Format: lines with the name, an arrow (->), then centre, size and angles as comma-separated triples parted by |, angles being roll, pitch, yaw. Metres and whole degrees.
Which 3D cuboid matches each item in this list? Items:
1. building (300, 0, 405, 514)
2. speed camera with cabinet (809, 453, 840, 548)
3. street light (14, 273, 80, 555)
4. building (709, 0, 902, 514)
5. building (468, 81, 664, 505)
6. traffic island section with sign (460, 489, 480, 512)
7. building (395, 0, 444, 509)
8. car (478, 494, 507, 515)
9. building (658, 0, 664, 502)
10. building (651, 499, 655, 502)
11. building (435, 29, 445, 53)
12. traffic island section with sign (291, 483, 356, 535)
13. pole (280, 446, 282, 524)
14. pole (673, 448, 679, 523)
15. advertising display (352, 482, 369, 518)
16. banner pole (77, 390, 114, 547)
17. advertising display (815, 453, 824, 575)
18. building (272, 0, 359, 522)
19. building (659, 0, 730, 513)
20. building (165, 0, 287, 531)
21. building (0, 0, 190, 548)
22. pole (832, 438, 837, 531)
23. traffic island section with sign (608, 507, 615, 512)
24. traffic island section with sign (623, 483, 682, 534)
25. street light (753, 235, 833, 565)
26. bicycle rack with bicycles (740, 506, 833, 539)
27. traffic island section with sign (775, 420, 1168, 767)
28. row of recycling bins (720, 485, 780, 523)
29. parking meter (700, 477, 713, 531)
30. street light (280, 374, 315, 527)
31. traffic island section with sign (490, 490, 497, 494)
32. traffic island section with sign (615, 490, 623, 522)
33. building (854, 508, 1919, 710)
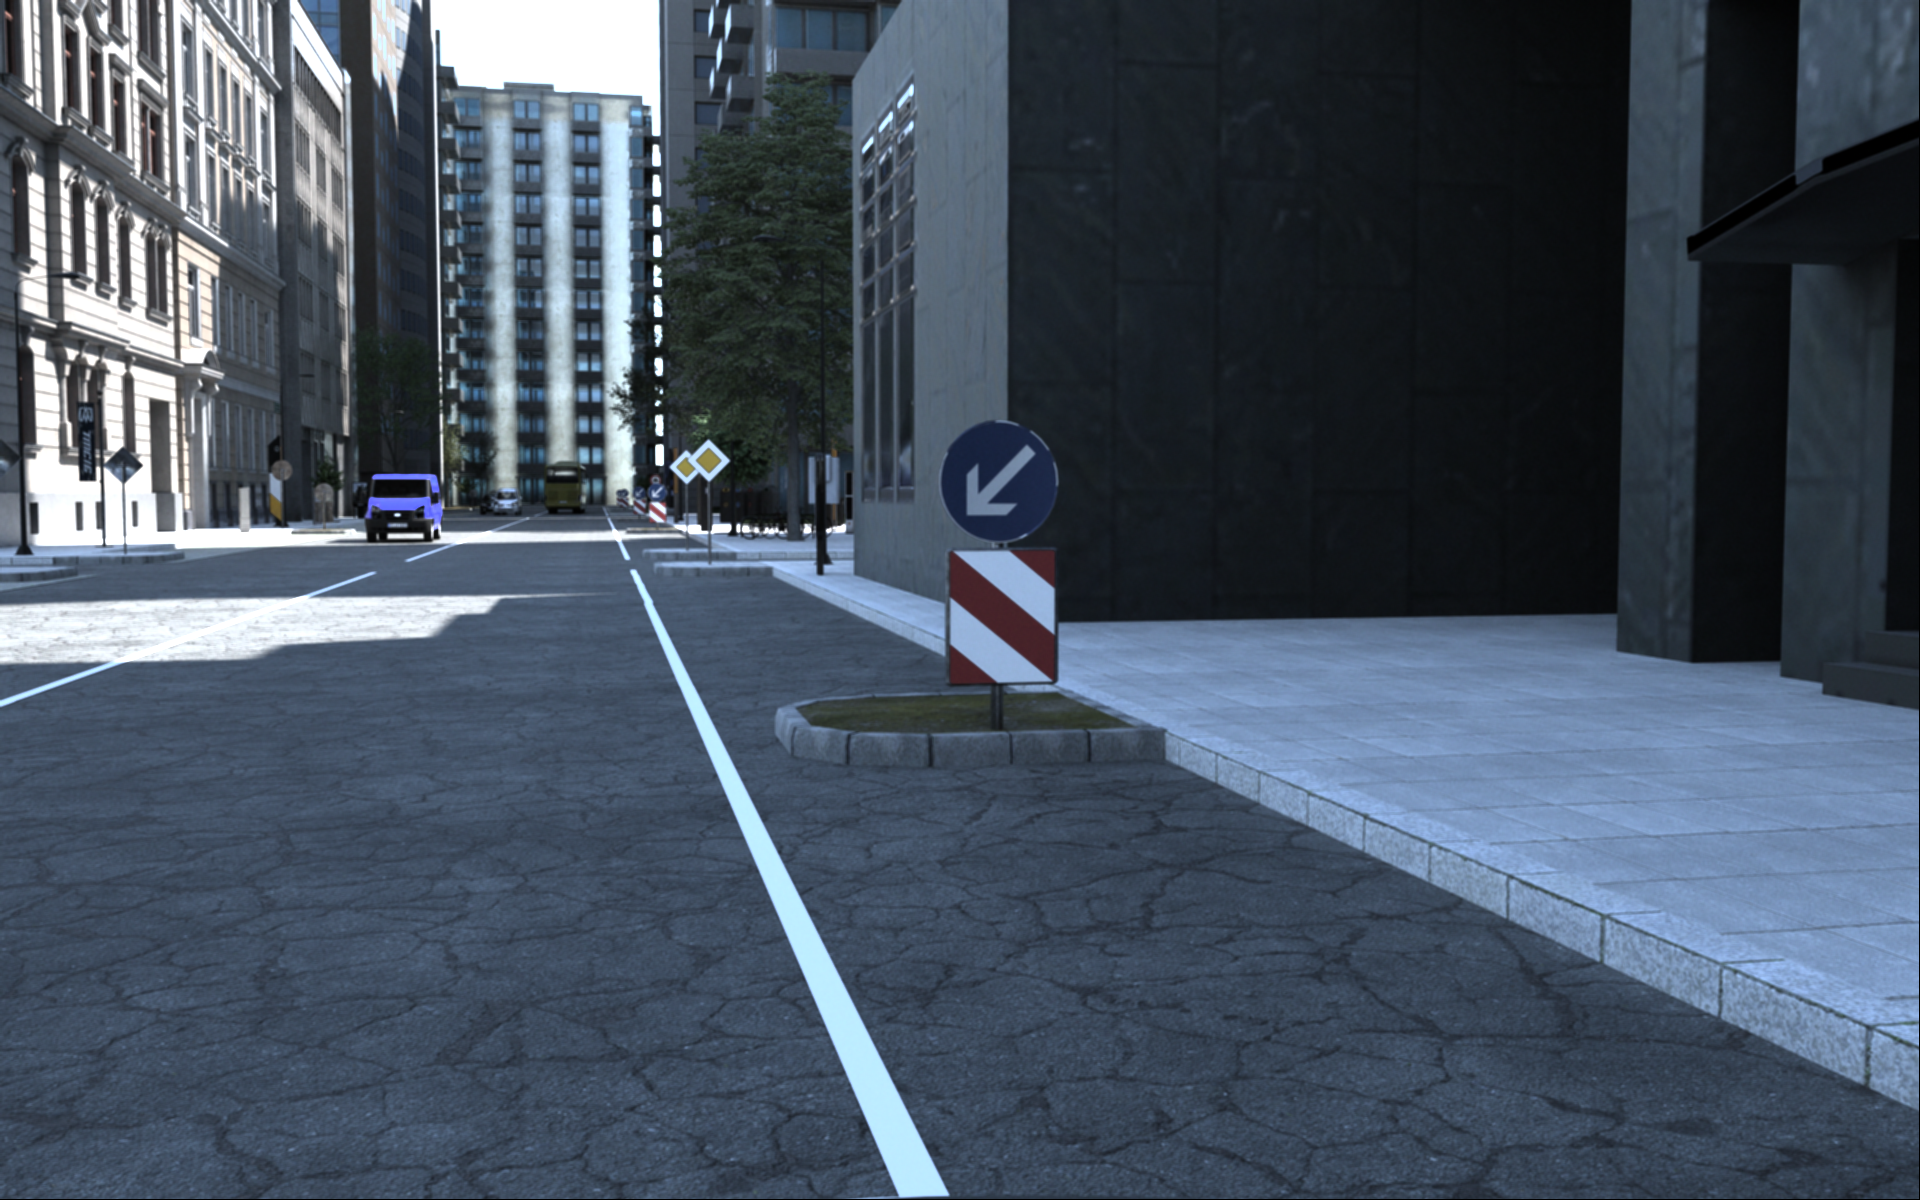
building -> -45.112, -28.407, 114.566 | 14.600, 45.320, 14.200 | -1, 4, -12
speed camera with cabinet -> -2.523, -2.847, 40.880 | 2.038, 3.252, 0.660 | 0, 4, 3
street light -> -19.169, -3.905, 36.386 | 1.470, 5.913, 1.316 | -1, 4, -12
building -> -2.191, -29.146, 96.141 | 23.786, 49.044, 30.456 | -1, 4, -12
building -> -50.475, -35.755, 204.205 | 30.456, 49.044, 23.786 | -1, 4, -12
traffic island section with sign -> -38.457, -7.854, 137.047 | 1.989, 1.847, 2.006 | -1, 4, -12
building -> -52.667, -36.226, 134.288 | 21.231, 58.520, 28.212 | -1, 4, -12
car -> -32.731, -6.835, 121.531 | 2.009, 1.686, 4.222 | -1, 4, -13
building -> -25.255, -47.059, 207.663 | 20.611, 71.187, 20.563 | -1, 4, -12
building -> -15.430, -29.728, 177.933 | 32.217, 40.220, 23.993 | -1, 4, -12
building -> -64.226, -33.487, 167.123 | 30.456, 49.044, 23.786 | -1, 4, -12
traffic island section with sign -> -22.711, -3.255, 61.852 | 1.989, 1.847, 2.006 | -1, 4, -12
pole -> -28.767, -4.865, 73.385 | 0.158, 3.312, 0.155 | 0, 3, 0
pole -> -12.561, -5.061, 76.594 | 0.158, 3.312, 0.155 | 0, 3, 0
advertising display -> -31.496, -5.250, 91.053 | 0.974, 1.923, 0.123 | 1, 4, 17
banner pole -> -20.845, -3.159, 41.667 | 0.401, 3.779, 0.863 | 2, 4, 26
advertising display -> -2.244, -1.375, 27.702 | 0.123, 1.923, 0.974 | 0, 4, -6
building -> -38.245, -16.484, 87.531 | 12.078, 24.808, 19.932 | -1, 4, -12
building -> -11.872, -35.963, 130.001 | 21.231, 58.520, 28.212 | -1, 4, -12
building -> -34.964, -17.232, 67.650 | 13.634, 28.700, 20.117 | -1, 4, -12
building -> -30.330, -15.826, 46.147 | 14.401, 28.519, 23.554 | -1, 4, -12
pole -> -4.351, -4.039, 59.878 | 0.158, 3.312, 0.155 | 0, 3, 0
traffic island section with sign -> -27.035, -7.970, 138.940 | 1.989, 1.847, 2.006 | -1, 4, -12
traffic island section with sign -> -11.214, -3.351, 63.417 | 1.989, 1.847, 2.006 | -1, 4, -12
street light -> -3.023, -3.597, 31.350 | 1.470, 5.913, 1.316 | -1, 4, -12
bicycle rack with bicycles -> -5.139, -2.264, 50.407 | 2.925, 0.926, 2.852 | -1, 4, -17
traffic island section with sign -> -0.045, -0.089, 10.083 | 1.989, 1.847, 2.006 | -1, 4, -12
row of recycling bins -> -9.373, -4.288, 77.220 | 3.534, 1.692, 1.069 | 3, 5, 40
parking meter -> -8.705, -3.292, 59.538 | 0.399, 1.863, 0.255 | -2, 4, -32
street light -> -25.600, -5.773, 66.931 | 1.470, 5.913, 1.316 | -1, 4, -12
traffic island section with sign -> -44.152, -9.516, 164.212 | 1.989, 1.847, 2.006 | -1, 4, -12
traffic island section with sign -> -16.745, -4.965, 89.801 | 1.989, 1.847, 2.006 | -1, 4, -12
building -> 12.416, -42.768, 11.930 | 22.319, 86.520, 31.000 | -1, 4, -12
